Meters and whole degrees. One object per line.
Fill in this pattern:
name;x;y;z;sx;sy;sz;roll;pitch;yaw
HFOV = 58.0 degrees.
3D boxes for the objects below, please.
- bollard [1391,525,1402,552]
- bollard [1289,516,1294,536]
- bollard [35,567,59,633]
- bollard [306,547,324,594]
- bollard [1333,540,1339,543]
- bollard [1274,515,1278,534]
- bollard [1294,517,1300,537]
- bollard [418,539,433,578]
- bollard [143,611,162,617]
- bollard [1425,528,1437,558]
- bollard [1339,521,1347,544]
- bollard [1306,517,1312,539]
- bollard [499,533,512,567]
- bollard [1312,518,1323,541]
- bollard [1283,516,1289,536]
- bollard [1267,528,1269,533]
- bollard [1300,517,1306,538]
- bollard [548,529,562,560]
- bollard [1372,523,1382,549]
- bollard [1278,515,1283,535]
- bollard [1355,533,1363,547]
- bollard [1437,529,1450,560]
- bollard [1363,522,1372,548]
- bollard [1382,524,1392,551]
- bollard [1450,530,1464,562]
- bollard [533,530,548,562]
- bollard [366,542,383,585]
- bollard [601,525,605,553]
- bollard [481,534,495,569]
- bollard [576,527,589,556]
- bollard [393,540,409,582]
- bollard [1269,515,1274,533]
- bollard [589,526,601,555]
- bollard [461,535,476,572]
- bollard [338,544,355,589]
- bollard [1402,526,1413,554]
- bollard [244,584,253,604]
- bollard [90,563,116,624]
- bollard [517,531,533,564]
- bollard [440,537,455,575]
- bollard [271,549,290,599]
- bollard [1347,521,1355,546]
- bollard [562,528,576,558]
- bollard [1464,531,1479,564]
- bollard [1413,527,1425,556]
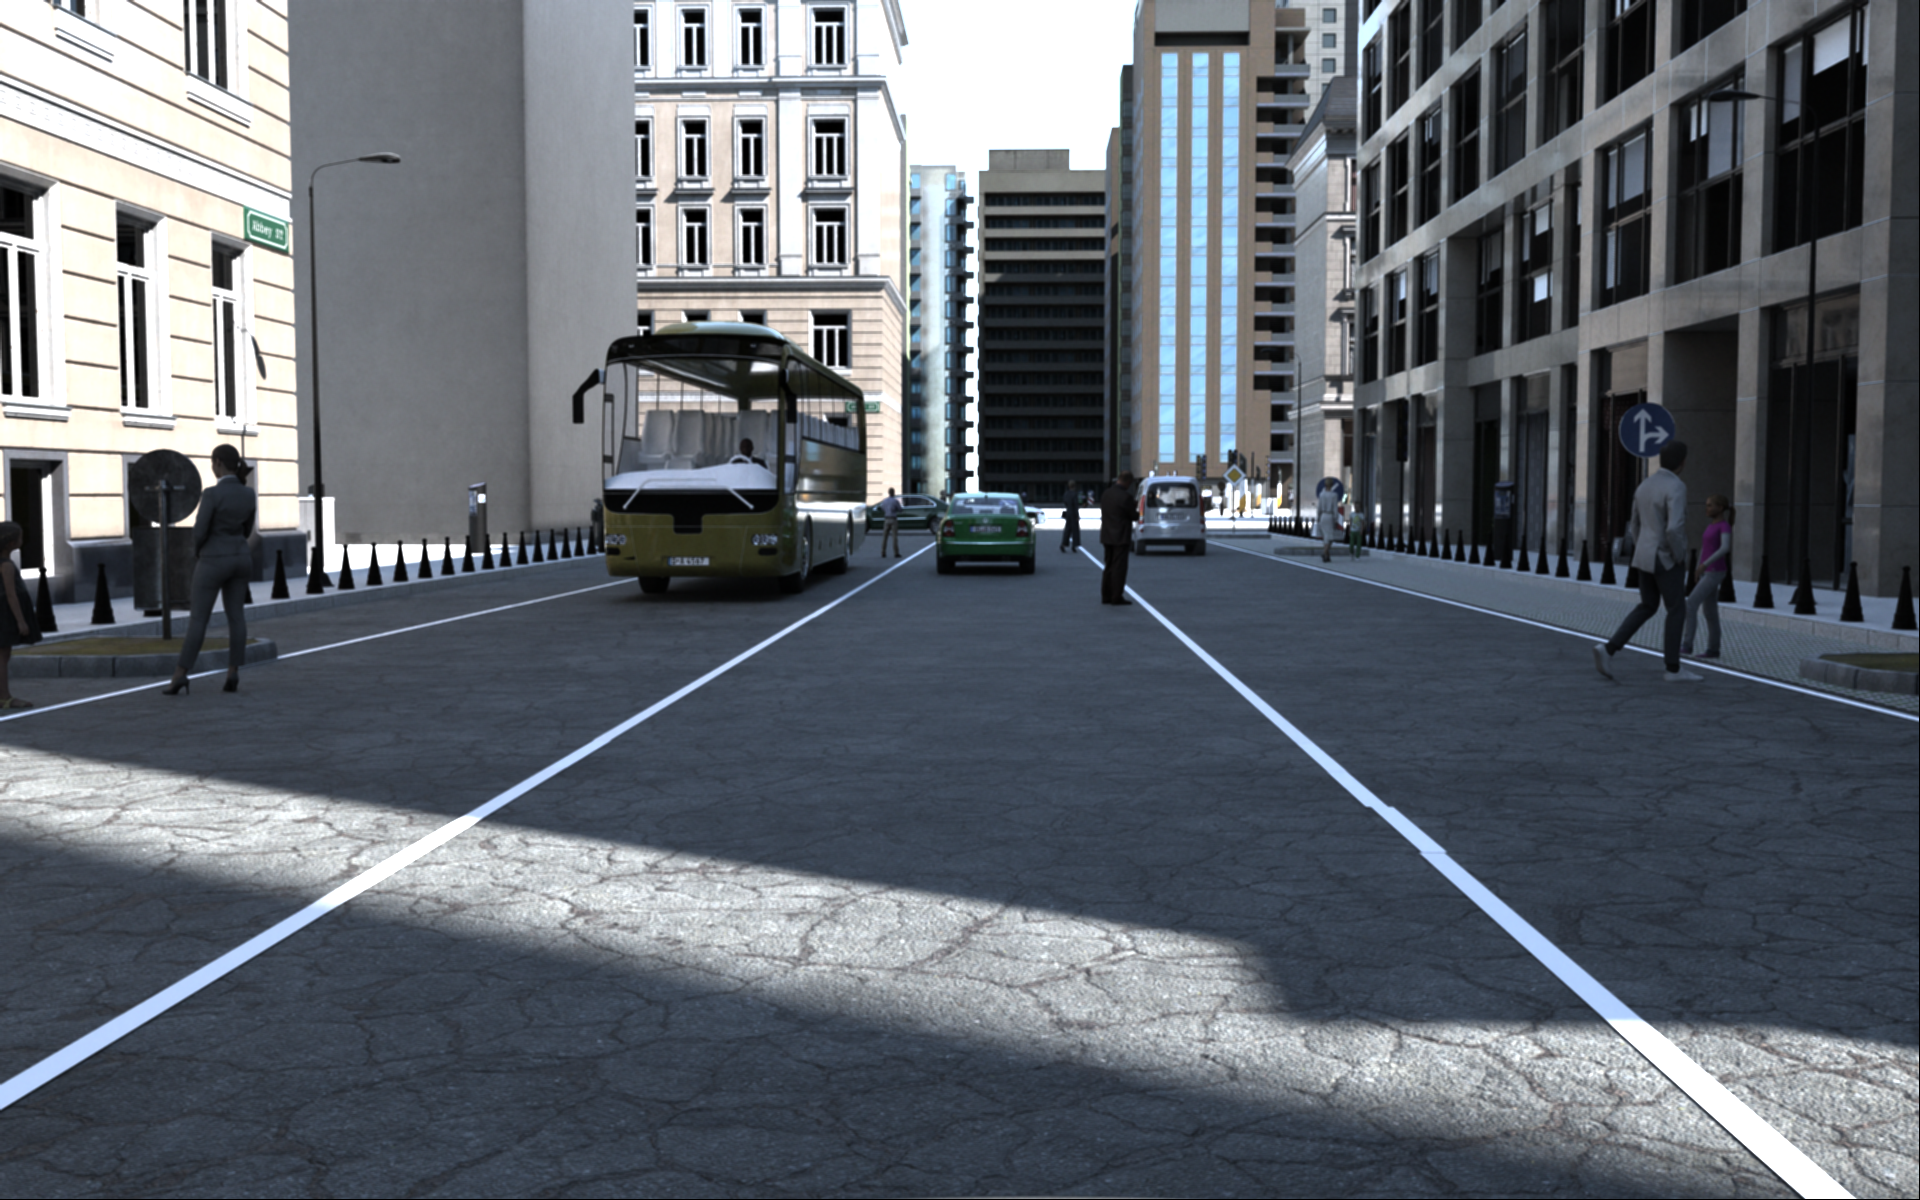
bollard;9.695;-1.350;38.121;0.229;0.601;0.229;0;3;0
bollard;10.187;-2.233;52.553;0.229;0.601;0.229;0;3;0
bollard;-8.532;-0.005;16.127;0.229;0.601;0.229;0;3;0
bollard;-8.320;-0.384;22.327;0.229;0.601;0.229;0;3;0
bollard;9.937;-1.791;45.320;0.229;0.601;0.229;0;3;0
bollard;10.288;-2.422;55.644;0.229;0.601;0.229;0;3;0
bollard;10.150;-2.170;51.521;0.229;0.601;0.229;0;3;0
bollard;-8.183;-0.639;26.486;0.229;0.601;0.229;0;3;0
bollard;-8.462;-0.131;18.186;0.229;0.601;0.229;0;3;0
bollard;9.596;-1.162;35.037;0.229;0.601;0.229;0;3;0
bollard;9.906;-1.728;44.294;0.229;0.601;0.229;0;3;0
bollard;10.077;-2.043;49.451;0.229;0.601;0.229;0;3;0
bollard;-8.045;-0.893;30.641;0.229;0.601;0.229;0;3;0
bollard;10.045;-1.980;48.418;0.229;0.601;0.229;0;3;0
bollard;10.215;-2.296;53.587;0.229;0.601;0.229;0;3;0
bollard;10.357;-2.548;57.696;0.229;0.601;0.229;0;3;0
bollard;10.114;-2.107;50.495;0.229;0.601;0.229;0;3;0
bollard;-7.940;-1.082;33.730;0.229;0.601;0.229;0;3;0
bollard;9.769;-1.476;40.174;0.229;0.601;0.229;0;3;0
bollard;10.250;-2.359;54.613;0.229;0.601;0.229;0;3;0
bollard;9.835;-1.602;42.239;0.229;0.601;0.229;0;3;0
bollard;9.559;-1.099;34.011;0.229;0.601;0.229;0;3;0
bollard;9.800;-1.539;41.210;0.229;0.601;0.229;0;3;0
bollard;9.732;-1.413;39.148;0.229;0.601;0.229;0;3;0
bollard;9.526;-1.036;32.973;0.229;0.601;0.229;0;3;0
bollard;-7.973;-1.019;32.704;0.229;0.601;0.229;0;3;0
bollard;-8.254;-0.511;24.401;0.229;0.601;0.229;0;3;0
bollard;-7.800;-1.334;37.845;0.229;0.601;0.229;0;3;0
bollard;-8.073;-0.829;29.603;0.229;0.601;0.229;0;3;0
bollard;-7.871;-1.207;35.783;0.229;0.601;0.229;0;3;0
bollard;-8.219;-0.575;25.437;0.229;0.601;0.229;0;3;0
bollard;10.321;-2.485;56.670;0.229;0.601;0.229;0;3;0
bollard;-7.835;-1.271;36.819;0.229;0.601;0.229;0;3;0
bollard;-8.112;-0.766;28.562;0.229;0.601;0.229;0;3;0
bollard;-8.287;-0.448;23.373;0.229;0.601;0.229;0;3;0
bollard;9.662;-1.287;37.090;0.229;0.601;0.229;0;3;0
bollard;-8.394;-0.258;20.254;0.229;0.601;0.229;0;3;0
bollard;-8.496;-0.068;17.154;0.229;0.601;0.229;0;3;0
bollard;-8.004;-0.956;31.671;0.229;0.601;0.229;0;3;0
bollard;-8.145;-0.703;27.529;0.229;0.601;0.229;0;3;0
bollard;-8.359;-0.321;21.287;0.229;0.601;0.229;0;3;0
bollard;9.868;-1.665;43.268;0.229;0.601;0.229;0;3;0
bollard;-7.906;-1.145;34.757;0.229;0.601;0.229;0;3;0
bollard;9.492;-0.973;31.947;0.229;0.601;0.229;0;3;0
bollard;9.627;-1.225;36.063;0.229;0.601;0.229;0;3;0
